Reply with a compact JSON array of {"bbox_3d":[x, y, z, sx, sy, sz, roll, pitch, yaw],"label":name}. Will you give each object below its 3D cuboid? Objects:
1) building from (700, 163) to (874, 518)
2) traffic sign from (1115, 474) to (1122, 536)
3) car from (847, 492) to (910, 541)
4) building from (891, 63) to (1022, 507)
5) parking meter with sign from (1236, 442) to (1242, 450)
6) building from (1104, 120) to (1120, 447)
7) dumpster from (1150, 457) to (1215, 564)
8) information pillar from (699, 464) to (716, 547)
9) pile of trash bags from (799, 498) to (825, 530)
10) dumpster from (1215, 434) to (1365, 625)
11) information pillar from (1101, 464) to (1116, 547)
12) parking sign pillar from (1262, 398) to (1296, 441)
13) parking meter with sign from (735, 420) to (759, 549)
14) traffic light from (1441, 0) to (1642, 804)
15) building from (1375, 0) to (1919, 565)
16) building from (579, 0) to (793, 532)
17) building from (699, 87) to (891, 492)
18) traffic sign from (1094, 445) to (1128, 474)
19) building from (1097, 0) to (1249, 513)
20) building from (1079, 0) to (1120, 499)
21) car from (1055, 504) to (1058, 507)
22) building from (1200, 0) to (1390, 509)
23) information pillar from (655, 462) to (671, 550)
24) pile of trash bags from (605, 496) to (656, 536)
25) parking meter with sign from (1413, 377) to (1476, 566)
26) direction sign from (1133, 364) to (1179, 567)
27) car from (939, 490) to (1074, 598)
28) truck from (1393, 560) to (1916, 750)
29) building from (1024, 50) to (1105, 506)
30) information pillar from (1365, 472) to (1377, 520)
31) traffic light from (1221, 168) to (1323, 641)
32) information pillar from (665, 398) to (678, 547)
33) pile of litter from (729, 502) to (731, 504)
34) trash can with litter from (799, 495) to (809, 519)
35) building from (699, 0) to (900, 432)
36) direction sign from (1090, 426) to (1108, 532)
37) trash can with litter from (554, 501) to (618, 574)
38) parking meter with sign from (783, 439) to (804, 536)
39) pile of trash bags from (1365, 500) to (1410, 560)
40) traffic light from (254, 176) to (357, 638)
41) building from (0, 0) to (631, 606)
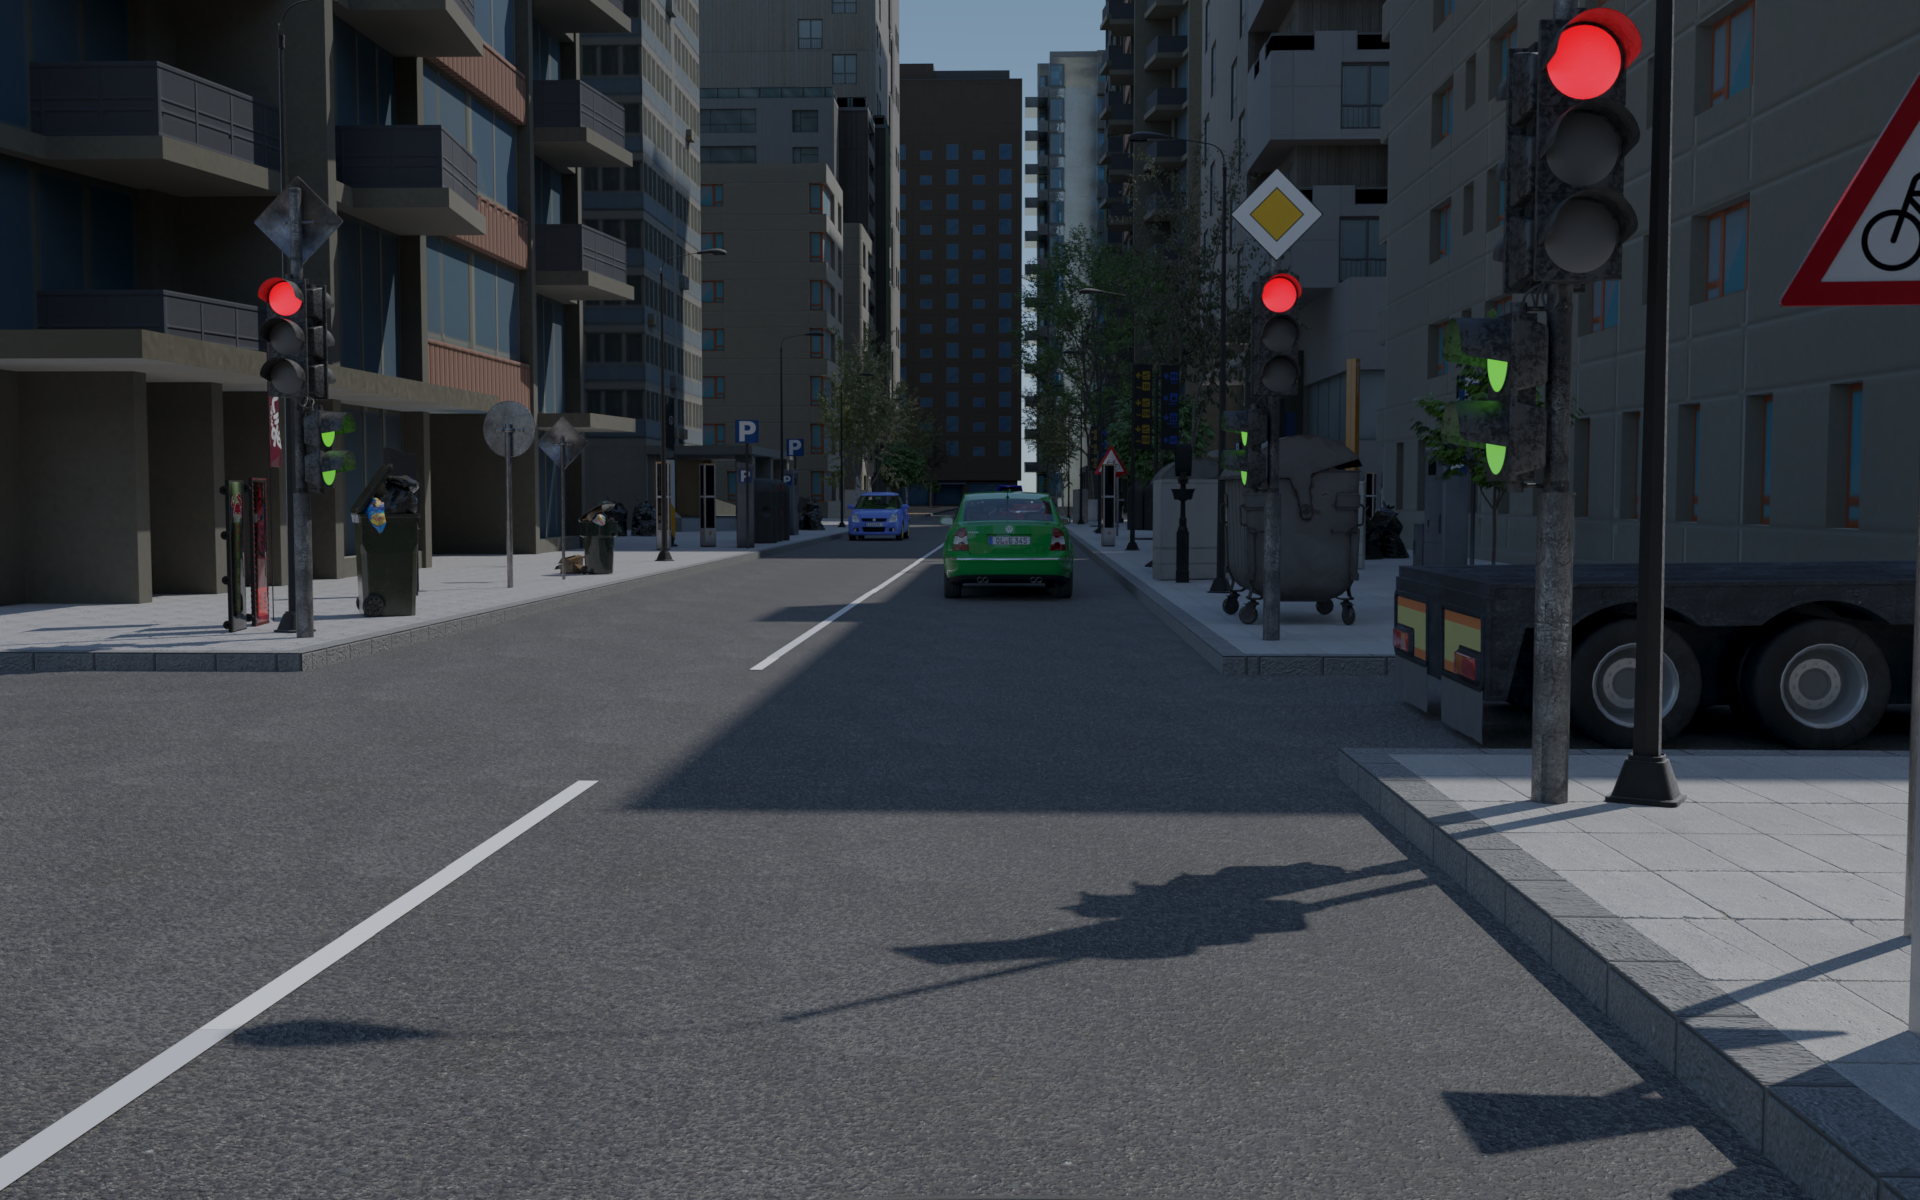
[{"bbox_3d":[-20.299,-15.941,105.671,27.650,21.520,28.899,0,4,2],"label":"building"},{"bbox_3d":[4.784,-3.212,52.621,0.768,2.556,0.104,0,4,4],"label":"traffic sign"},{"bbox_3d":[-2.533,-2.746,54.488,1.945,1.707,3.694,0,4,3],"label":"car"},{"bbox_3d":[-0.546,-32.635,183.699,14.200,45.320,14.600,0,4,2],"label":"building"},{"bbox_3d":[10.109,-3.766,57.843,1.738,3.016,0.543,0,4,-4],"label":"parking meter with sign"},{"bbox_3d":[18.112,-22.208,134.797,14.160,30.474,14.107,0,4,2],"label":"building"},{"bbox_3d":[3.782,-1.372,28.187,1.264,1.857,1.865,0,4,2],"label":"dumpster"},{"bbox_3d":[-6.100,-2.287,41.883,0.304,2.012,0.304,-2,4,-31],"label":"information pillar"},{"bbox_3d":[-5.955,-3.214,62.299,1.912,1.369,3.447,-1,4,-12],"label":"pile of trash bags"},{"bbox_3d":[3.367,-0.727,17.646,1.264,1.857,1.865,0,4,2],"label":"dumpster"},{"bbox_3d":[3.617,-2.309,42.245,0.304,2.012,0.304,0,4,-5],"label":"information pillar"},{"bbox_3d":[7.557,-3.248,41.569,1.447,3.967,1.447,-1,4,-15],"label":"parking sign pillar"},{"bbox_3d":[-5.131,-2.764,41.457,0.543,3.016,1.738,-1,4,-10],"label":"parking meter with sign"},{"bbox_3d":[2.443,-1.113,7.119,0.839,4.253,0.868,0,4,2],"label":"traffic light"},{"bbox_3d":[24.465,-11.245,28.896,28.899,21.520,27.650,0,4,2],"label":"building"},{"bbox_3d":[-23.278,-22.904,66.366,32.217,40.220,23.993,0,4,2],"label":"building"},{"bbox_3d":[-12.567,-21.707,126.610,14.160,30.474,14.107,0,4,2],"label":"building"},{"bbox_3d":[4.026,-2.825,46.188,0.884,2.594,0.081,0,4,4],"label":"traffic sign"},{"bbox_3d":[20.373,-27.989,112.245,22.147,44.769,28.867,0,4,2],"label":"building"},{"bbox_3d":[21.171,-43.607,151.227,20.563,71.187,20.611,0,4,2],"label":"building"},{"bbox_3d":[2.270,-3.090,59.559,2.155,1.783,4.494,0,4,4],"label":"car"},{"bbox_3d":[24.775,-29.469,71.049,28.713,52.752,27.495,0,4,2],"label":"building"},{"bbox_3d":[-6.773,-2.145,39.555,0.304,2.012,0.304,0,4,-2],"label":"information pillar"},{"bbox_3d":[-10.787,-2.639,52.903,3.447,1.369,1.912,-1,4,-8],"label":"pile of trash bags"},{"bbox_3d":[7.344,-1.823,26.066,0.543,3.016,1.738,-1,4,-10],"label":"parking meter with sign"},{"bbox_3d":[3.440,-2.349,30.402,0.876,3.537,0.379,-1,4,-20],"label":"direction sign"},{"bbox_3d":[0.667,-1.001,25.160,1.959,1.807,4.718,0,4,0],"label":"car"},{"bbox_3d":[12.279,-1.248,10.163,18.799,4.110,2.967,0,4,3],"label":"truck"},{"bbox_3d":[22.208,-34.721,187.290,30.456,49.044,23.786,0,4,2],"label":"building"},{"bbox_3d":[13.997,-3.335,59.019,0.304,2.012,0.304,3,4,36],"label":"information pillar"},{"bbox_3d":[2.716,-1.601,15.099,0.839,4.253,0.868,0,4,2],"label":"traffic light"},{"bbox_3d":[-7.053,-3.094,41.940,0.183,3.616,0.504,1,4,20],"label":"information pillar"},{"bbox_3d":[-12.105,-4.589,89.000,1.176,0.858,1.719,0,4,-4],"label":"pile of litter"},{"bbox_3d":[-8.228,-4.642,86.949,2.233,1.210,1.678,-1,4,-20],"label":"trash can with litter"},{"bbox_3d":[-19.030,-34.229,148.884,27.495,52.752,28.713,0,4,2],"label":"building"},{"bbox_3d":[4.676,-4.053,58.266,0.876,3.537,0.379,-3,5,-44],"label":"direction sign"},{"bbox_3d":[-6.018,-1.001,27.751,1.055,1.170,0.624,1,4,22],"label":"trash can with litter"},{"bbox_3d":[-5.321,-3.522,53.846,0.543,3.016,1.738,1,4,9],"label":"parking meter with sign"},{"bbox_3d":[7.569,-1.571,35.443,1.912,1.369,3.447,-2,4,-28],"label":"pile of trash bags"},{"bbox_3d":[-5.841,-1.618,15.375,0.839,4.253,0.868,0,4,2],"label":"traffic light"},{"bbox_3d":[-18.757,-23.062,31.688,22.147,44.769,28.867,0,4,2],"label":"building"}]
